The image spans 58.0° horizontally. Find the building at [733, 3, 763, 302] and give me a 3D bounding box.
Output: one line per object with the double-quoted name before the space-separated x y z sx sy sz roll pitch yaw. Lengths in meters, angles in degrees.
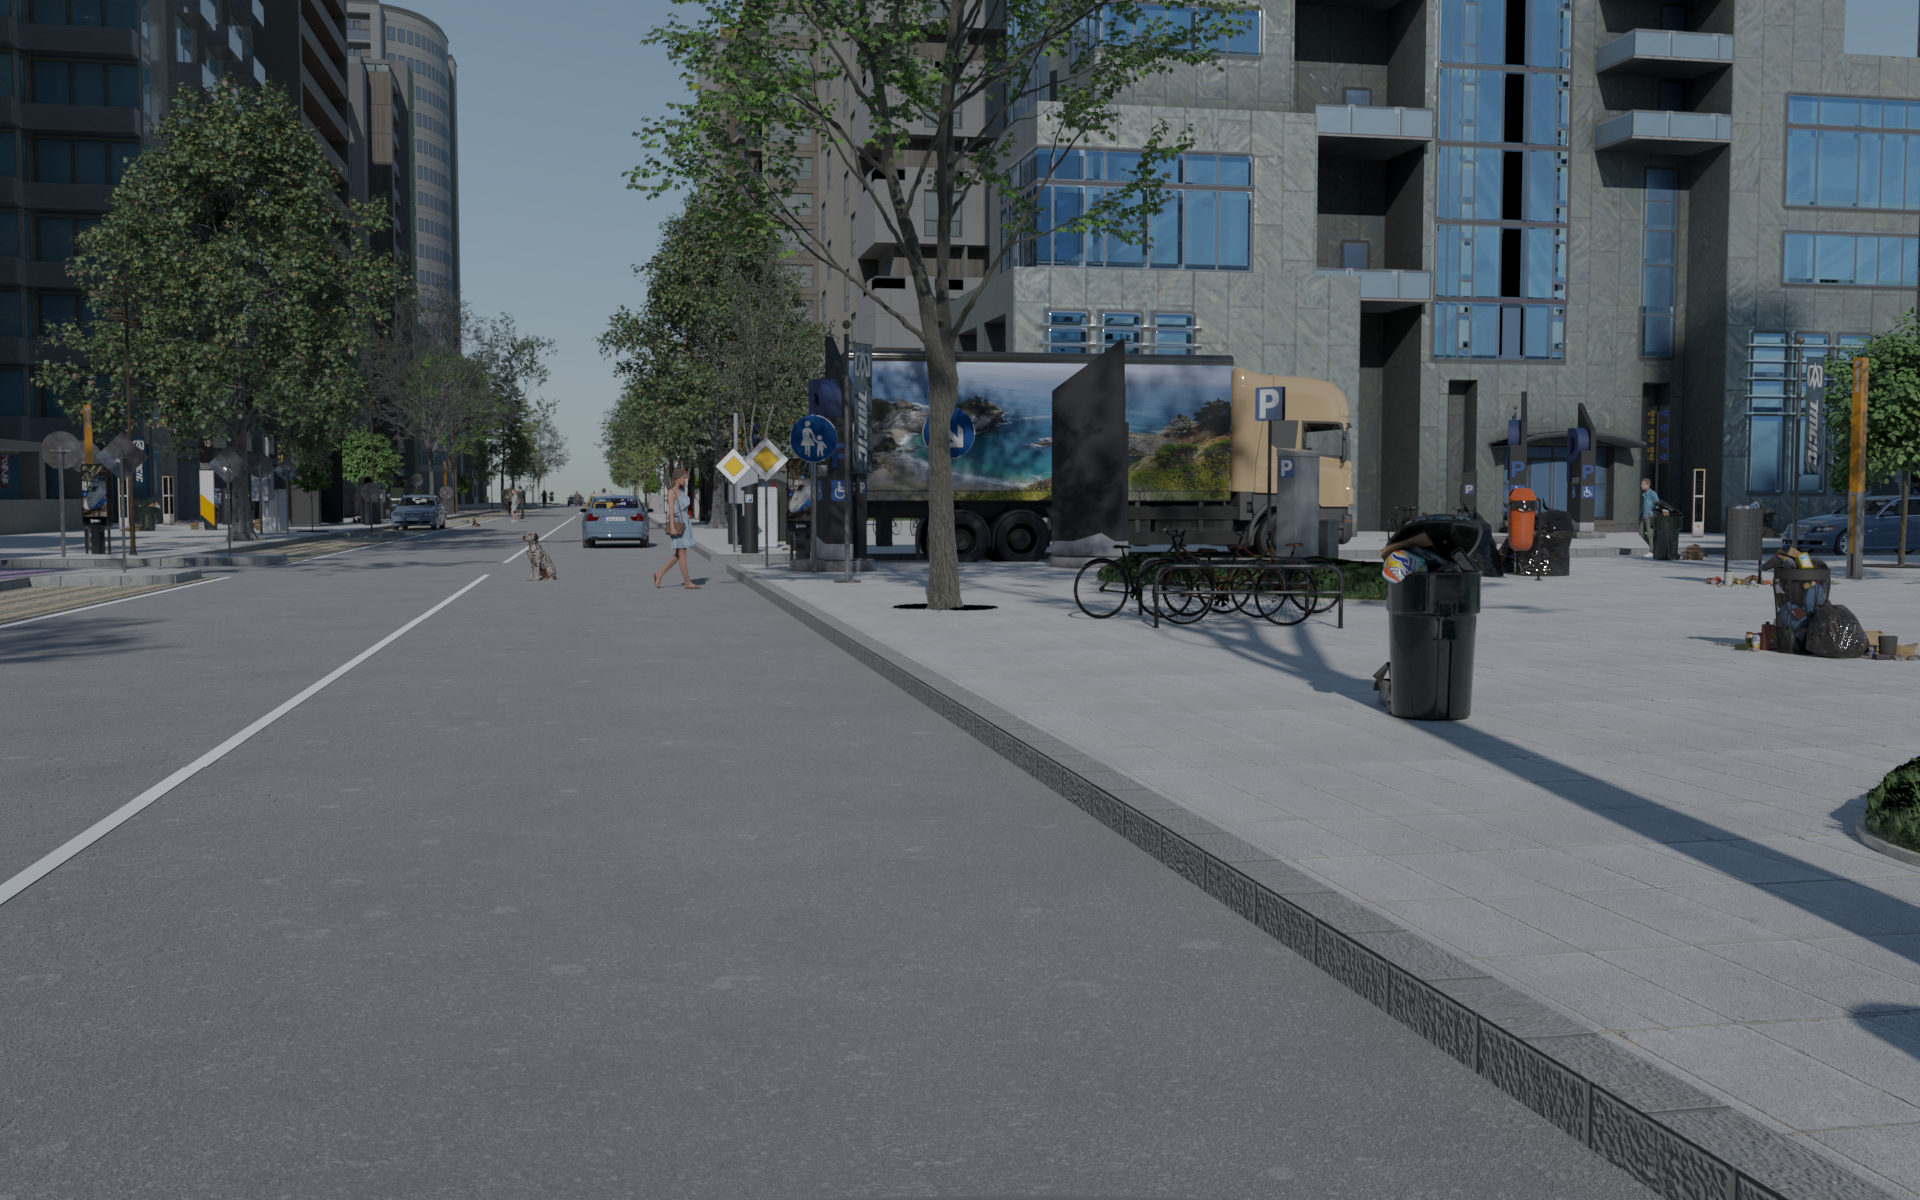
"building" -8.489 -30.494 153.207 22.147 44.769 28.867 -1 4 -11

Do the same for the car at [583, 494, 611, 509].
"car" -19.599 -5.167 94.704 2.015 1.641 3.980 -1 4 -13

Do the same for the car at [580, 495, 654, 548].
"car" -9.370 -2.157 47.266 2.014 1.417 4.499 -1 4 -10

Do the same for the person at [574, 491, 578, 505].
"person" -48.283 -12.811 217.941 1.348 1.826 0.705 1 4 19

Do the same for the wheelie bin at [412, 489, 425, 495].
"wheelie bin" -33.763 -6.118 107.937 0.980 1.594 0.693 0 4 5

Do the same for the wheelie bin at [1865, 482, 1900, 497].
"wheelie bin" 24.076 -2.282 45.220 0.980 1.594 0.693 1 4 16

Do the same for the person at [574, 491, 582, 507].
"person" -43.481 -11.506 197.182 0.990 1.755 0.434 -2 4 -26

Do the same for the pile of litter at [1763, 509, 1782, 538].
"pile of litter" 23.777 -2.291 51.428 1.176 0.858 1.719 -1 4 -9

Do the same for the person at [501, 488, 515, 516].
"person" -29.556 -6.460 114.127 1.348 1.823 0.705 -2 4 -24

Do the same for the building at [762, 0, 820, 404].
"building" -7.996 -27.360 130.925 14.154 41.232 14.086 -1 4 -11

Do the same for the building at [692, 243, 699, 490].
"building" -31.785 -34.527 248.117 14.154 41.232 14.086 -1 4 -11

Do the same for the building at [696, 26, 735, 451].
"building" -23.714 -41.915 227.310 21.231 58.520 28.212 -1 4 -11

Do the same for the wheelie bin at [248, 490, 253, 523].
"wheelie bin" -30.479 -4.019 73.611 0.980 1.594 0.693 3 4 37

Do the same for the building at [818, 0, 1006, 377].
"building" 6.767 -31.179 99.010 28.713 52.752 27.495 -1 4 -11

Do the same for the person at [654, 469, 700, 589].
"person" -4.296 -1.073 26.130 0.778 1.811 0.616 1 4 15

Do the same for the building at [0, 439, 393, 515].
"building" -62.652 -27.217 136.879 32.217 40.220 23.993 -1 4 -11

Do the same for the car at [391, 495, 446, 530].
"car" -21.912 -3.559 70.198 2.014 1.417 4.499 -1 4 -10

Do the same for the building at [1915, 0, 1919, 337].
"building" 45.603 -23.172 62.449 14.086 41.232 14.154 -1 4 -11

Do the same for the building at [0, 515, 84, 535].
"building" -46.470 -22.135 53.784 32.217 40.220 23.993 -1 4 -11

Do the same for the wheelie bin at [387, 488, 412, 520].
"wheelie bin" -27.884 -4.765 85.810 0.980 1.594 0.693 0 4 -3

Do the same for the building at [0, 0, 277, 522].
"building" -49.072 -28.715 89.096 23.786 49.044 30.456 -1 4 -11

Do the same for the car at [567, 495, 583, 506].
"car" -47.339 -12.251 212.880 1.945 1.354 3.894 -1 4 -11

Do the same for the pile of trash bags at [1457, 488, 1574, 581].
"pile of trash bags" 8.618 -1.062 27.110 1.912 1.369 3.447 1 4 10

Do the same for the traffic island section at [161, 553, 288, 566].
"traffic island section" -15.231 -0.844 36.076 2.009 0.180 2.903 -1 4 -11

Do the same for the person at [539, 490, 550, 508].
"person" -44.106 -10.747 183.844 1.348 1.869 0.705 1 4 20

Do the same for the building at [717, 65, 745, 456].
"building" -16.819 -32.008 173.438 14.600 45.320 14.200 -1 4 -11

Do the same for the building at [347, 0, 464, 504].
"building" -72.171 -40.750 208.269 21.231 58.520 28.212 -1 4 -11

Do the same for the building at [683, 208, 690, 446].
"building" -34.665 -37.484 262.967 14.600 45.320 14.200 -1 4 -11

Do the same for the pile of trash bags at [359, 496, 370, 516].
"pile of trash bags" -34.764 -5.569 100.803 1.912 1.369 3.447 -2 4 -30

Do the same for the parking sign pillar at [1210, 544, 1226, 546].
"parking sign pillar" 6.946 -3.347 43.193 1.447 3.967 1.447 2 4 29

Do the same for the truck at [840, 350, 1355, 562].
"truck" 3.085 -2.867 35.796 11.283 4.237 2.839 -1 4 -10

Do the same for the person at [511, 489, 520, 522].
"person" -22.678 -4.812 88.185 0.522 1.701 0.512 -2 4 -27

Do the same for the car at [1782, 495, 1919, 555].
"car" 21.488 -1.737 40.408 4.499 1.417 2.014 -1 4 -11

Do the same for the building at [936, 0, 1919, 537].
"building" 14.502 -45.755 60.774 31.000 86.520 22.319 -1 4 -11

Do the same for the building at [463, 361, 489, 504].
"building" -80.031 -24.000 237.439 27.650 21.520 28.899 -1 4 -11

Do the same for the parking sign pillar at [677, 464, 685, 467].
"parking sign pillar" -17.447 -7.388 109.259 1.447 3.967 1.447 -2 4 -29

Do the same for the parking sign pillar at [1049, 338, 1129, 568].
"parking sign pillar" 2.289 -2.569 30.468 1.447 3.967 1.447 1 4 22

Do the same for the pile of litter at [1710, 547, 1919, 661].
"pile of litter" 6.979 -0.008 14.092 1.176 0.858 1.719 -1 4 -10

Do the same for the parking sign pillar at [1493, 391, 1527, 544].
"parking sign pillar" 14.473 -3.454 44.941 1.447 3.967 1.447 1 4 17

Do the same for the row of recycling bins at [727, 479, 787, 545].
"row of recycling bins" -5.333 -2.358 45.674 1.069 1.692 3.534 1 4 10

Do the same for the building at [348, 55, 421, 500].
"building" -57.341 -28.976 157.356 14.154 41.232 14.086 -1 4 -11

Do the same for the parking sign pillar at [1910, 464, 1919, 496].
"parking sign pillar" 40.880 -5.232 74.018 1.447 3.967 1.447 2 4 29

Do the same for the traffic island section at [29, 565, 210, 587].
"traffic island section" -13.646 -0.365 28.249 2.009 0.180 2.903 -1 4 -11

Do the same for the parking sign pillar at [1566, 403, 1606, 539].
"parking sign pillar" 18.129 -3.796 50.540 1.447 3.967 1.447 0 4 3

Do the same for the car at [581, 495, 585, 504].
"car" -54.104 -14.219 245.065 1.945 1.354 3.894 -1 4 -12

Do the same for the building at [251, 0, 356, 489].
"building" -53.280 -30.067 115.302 21.300 48.544 21.600 -1 4 -11

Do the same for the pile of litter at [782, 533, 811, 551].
"pile of litter" -3.417 -1.548 39.276 1.176 0.858 1.719 -1 4 -15

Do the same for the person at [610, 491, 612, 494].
"person" -32.666 -9.300 161.354 0.742 1.727 0.445 -3 5 -42

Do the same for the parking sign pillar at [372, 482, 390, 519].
"parking sign pillar" -30.237 -6.228 90.308 1.447 3.967 1.447 0 4 5

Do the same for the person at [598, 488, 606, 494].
"person" -21.121 -5.712 102.150 0.793 1.790 0.793 2 4 27

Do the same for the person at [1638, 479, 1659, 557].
"person" 15.745 -1.877 39.525 0.444 1.785 0.601 0 4 2

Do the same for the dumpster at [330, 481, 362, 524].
"dumpster" -27.027 -4.298 76.027 1.264 1.857 1.865 -1 4 -12

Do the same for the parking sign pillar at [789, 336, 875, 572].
"parking sign pillar" -2.161 -2.483 29.065 1.447 3.967 1.447 -1 4 -18

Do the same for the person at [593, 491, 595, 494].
"person" -46.674 -12.995 221.047 0.705 1.814 1.350 2 4 32

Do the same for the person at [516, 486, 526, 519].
"person" -24.960 -5.534 98.337 0.474 1.900 0.648 0 4 0
